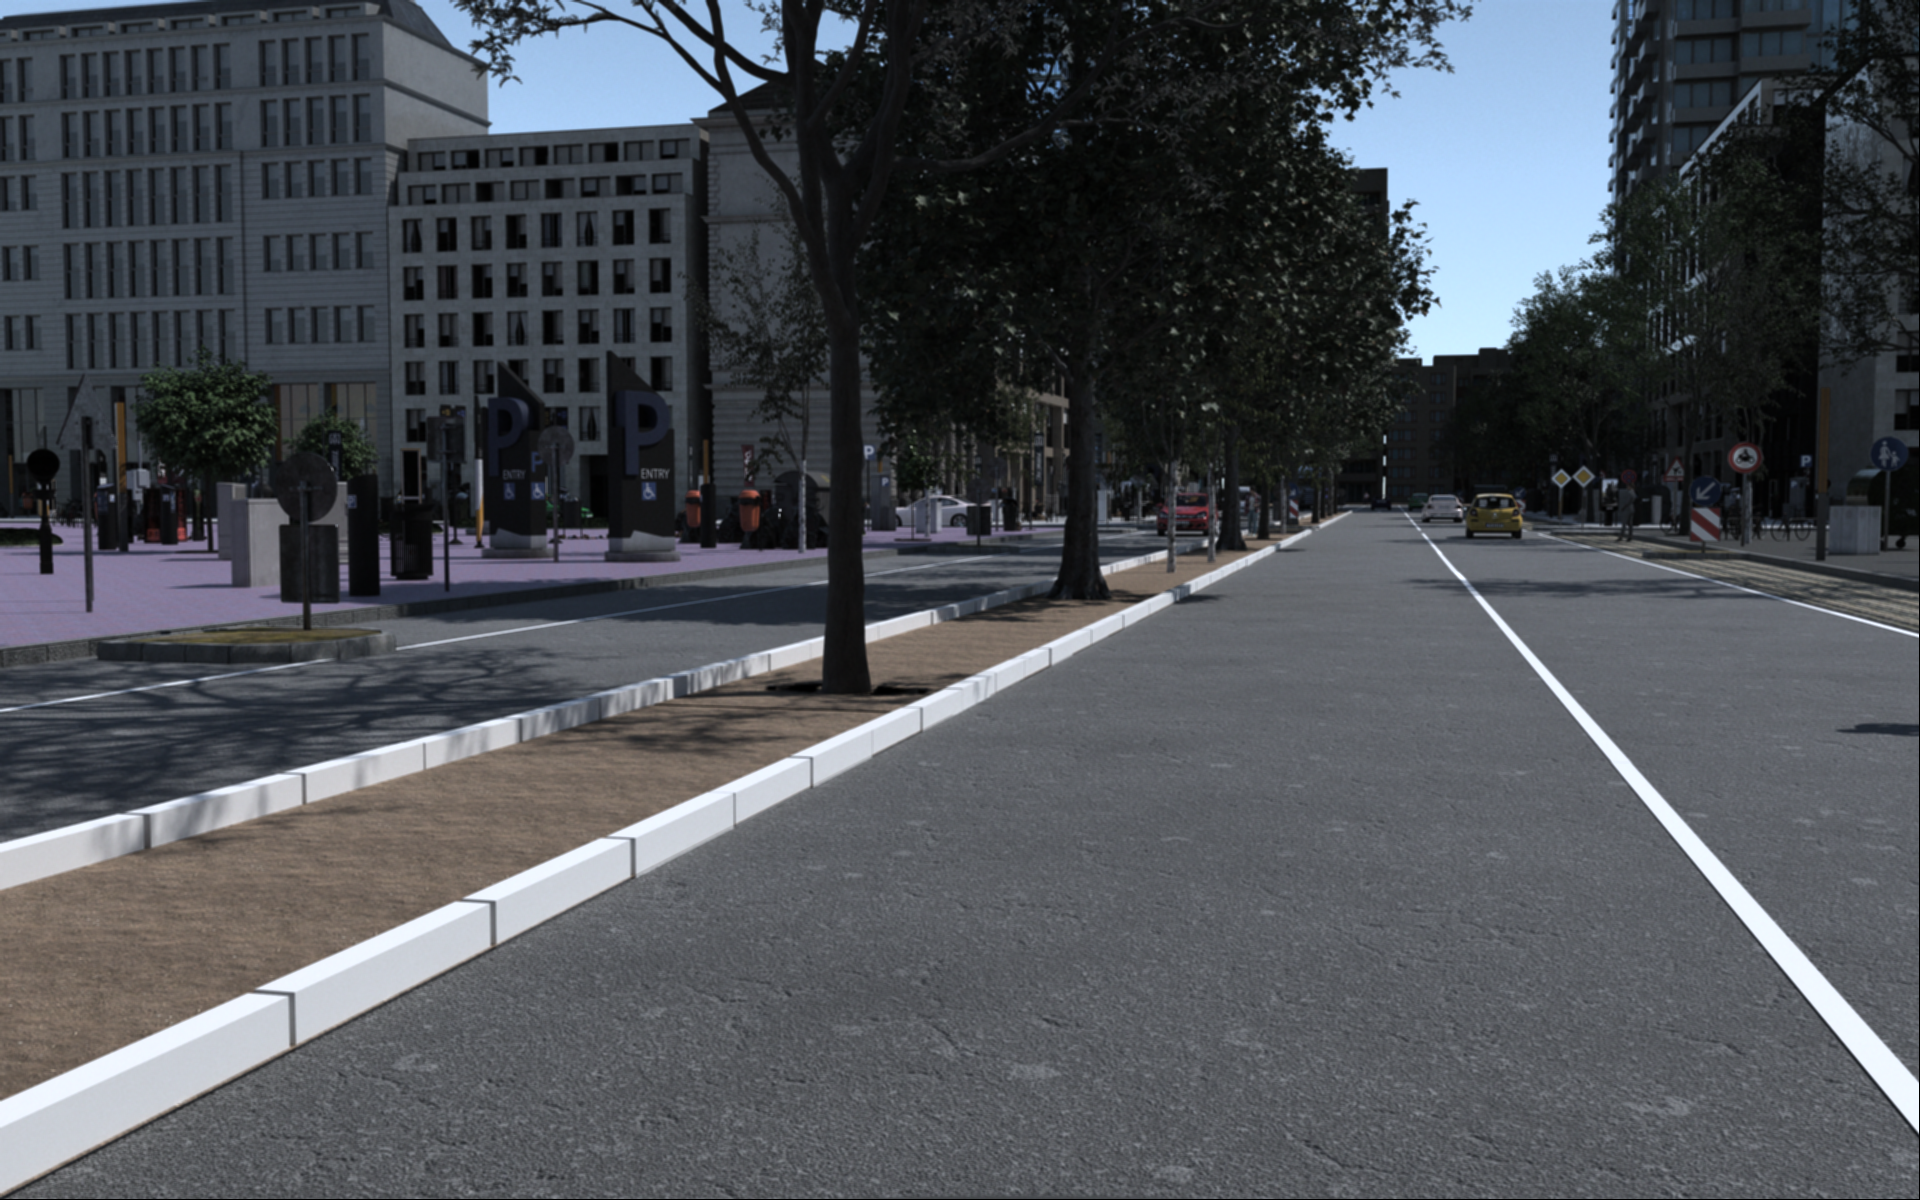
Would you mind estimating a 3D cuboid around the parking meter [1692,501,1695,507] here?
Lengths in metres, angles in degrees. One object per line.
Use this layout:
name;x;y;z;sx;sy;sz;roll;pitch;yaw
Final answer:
parking meter;36.569;-4.782;86.592;0.372;1.533;0.369;0;3;0

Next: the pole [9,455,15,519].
pole;-49.732;-5.931;90.807;0.158;3.312;0.155;0;3;0

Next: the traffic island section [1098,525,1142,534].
traffic island section;5.442;-2.562;64.172;2.009;0.180;2.903;1;4;14

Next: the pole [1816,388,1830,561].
pole;16.625;-2.417;33.365;0.158;3.312;0.155;0;3;0

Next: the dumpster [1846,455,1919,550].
dumpster;21.618;-2.305;40.182;1.502;2.255;1.985;1;4;14

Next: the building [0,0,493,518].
building;-43.401;-19.765;100.646;29.804;29.767;11.434;1;4;14

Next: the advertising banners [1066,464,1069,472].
advertising banners;6.142;-5.506;86.215;2.074;3.025;0.090;2;4;35

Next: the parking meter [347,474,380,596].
parking meter;-7.535;-0.823;21.875;0.372;1.533;0.369;0;3;0

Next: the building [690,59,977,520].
building;-5.802;-16.319;95.700;11.050;23.489;19.941;1;4;14

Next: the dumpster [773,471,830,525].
dumpster;-3.868;-2.311;43.544;1.264;1.857;1.865;1;4;14

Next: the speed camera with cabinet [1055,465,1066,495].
speed camera with cabinet;6.842;-7.528;117.415;0.660;3.252;2.038;0;4;-4

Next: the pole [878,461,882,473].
pole;-3.604;-5.153;78.102;0.158;3.312;0.155;0;3;0

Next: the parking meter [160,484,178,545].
parking meter;-20.027;-2.168;43.855;0.372;1.533;0.369;0;3;0

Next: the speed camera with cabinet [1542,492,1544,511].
speed camera with cabinet;45.905;-8.558;134.264;2.038;3.252;0.660;1;4;23

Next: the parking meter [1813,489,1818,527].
parking meter;33.652;-3.635;67.851;0.372;1.533;0.369;0;3;0

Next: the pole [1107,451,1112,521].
pole;7.158;-5.450;82.945;0.158;3.312;0.155;0;3;0

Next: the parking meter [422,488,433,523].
parking meter;-20.714;-3.608;67.397;0.372;1.533;0.369;0;3;0

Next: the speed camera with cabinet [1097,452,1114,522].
speed camera with cabinet;6.719;-5.268;80.474;0.660;3.252;2.038;1;4;16

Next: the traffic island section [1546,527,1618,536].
traffic island section;21.645;-2.317;60.171;2.009;0.180;2.903;1;4;14

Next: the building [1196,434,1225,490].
building;23.970;-38.808;254.126;30.456;49.044;23.786;1;4;14

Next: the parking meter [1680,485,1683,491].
parking meter;45.252;-6.280;108.383;0.255;1.863;0.399;0;4;5

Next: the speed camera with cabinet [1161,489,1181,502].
speed camera with cabinet;14.197;-7.655;119.498;2.038;3.252;0.660;2;4;24

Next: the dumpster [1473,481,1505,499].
dumpster;34.312;-6.567;112.320;1.985;2.255;1.502;1;4;13

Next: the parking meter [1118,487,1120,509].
parking meter;13.691;-8.703;148.000;0.255;1.863;0.399;3;4;37

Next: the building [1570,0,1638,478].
building;77.156;-53.125;181.267;22.319;86.520;31.000;1;4;14

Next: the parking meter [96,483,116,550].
parking meter;-19.603;-1.918;39.777;0.372;1.533;0.369;0;3;0

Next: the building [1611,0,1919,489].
building;70.458;-32.573;152.180;23.786;49.044;30.456;1;4;14

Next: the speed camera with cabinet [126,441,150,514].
speed camera with cabinet;-30.218;-4.317;64.926;0.660;3.252;2.038;2;4;29

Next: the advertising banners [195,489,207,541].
advertising banners;-20.940;-3.077;46.503;0.090;3.025;2.074;1;4;12

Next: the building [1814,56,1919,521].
building;48.922;-13.626;77.541;16.860;20.320;10.420;1;4;14

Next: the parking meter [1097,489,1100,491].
parking meter;6.907;-4.674;84.828;0.372;1.533;0.369;0;3;0

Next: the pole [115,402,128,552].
pole;-18.723;-2.742;38.673;0.158;3.312;0.155;0;3;0

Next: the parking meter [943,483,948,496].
parking meter;-0.857;-5.214;90.962;0.399;1.863;0.255;3;5;44

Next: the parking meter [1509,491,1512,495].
parking meter;42.010;-7.554;131.926;0.372;1.533;0.369;0;3;0

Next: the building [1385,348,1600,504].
building;75.057;-24.435;244.550;28.899;21.520;27.650;1;4;14

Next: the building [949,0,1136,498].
building;6.015;-52.063;163.902;22.319;86.520;31.000;1;4;14

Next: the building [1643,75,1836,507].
building;59.568;-19.190;118.279;19.350;26.468;34.151;1;4;14

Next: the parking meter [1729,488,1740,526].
parking meter;30.766;-3.692;68.776;0.372;1.533;0.369;0;3;0

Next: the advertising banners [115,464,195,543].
advertising banners;-21.101;-2.996;45.165;2.074;3.025;0.090;0;4;1

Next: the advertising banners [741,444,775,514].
advertising banners;-6.906;-4.013;61.796;2.074;3.025;0.090;-3;4;-38

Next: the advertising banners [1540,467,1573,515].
advertising banners;37.284;-6.858;108.312;2.074;3.025;0.090;0;4;-1

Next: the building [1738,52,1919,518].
building;51.033;-16.214;94.782;12.332;23.373;15.834;1;4;14

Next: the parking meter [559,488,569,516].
parking meter;-16.098;-3.792;70.418;0.372;1.533;0.369;0;3;0

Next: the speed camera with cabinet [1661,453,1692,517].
speed camera with cabinet;34.446;-5.438;83.251;0.660;3.252;2.038;0;4;-5

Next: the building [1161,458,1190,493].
building;10.896;-21.741;200.507;28.899;21.520;27.650;1;4;14

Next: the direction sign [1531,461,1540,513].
direction sign;39.230;-7.709;118.036;0.379;3.537;0.876;-1;4;-19

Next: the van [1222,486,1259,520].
van;15.218;-5.297;93.624;2.013;2.044;4.112;1;4;14

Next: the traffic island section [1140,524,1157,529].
traffic island section;7.361;-3.036;71.924;2.009;0.180;2.903;1;4;14

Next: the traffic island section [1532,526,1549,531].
traffic island section;23.564;-2.792;67.923;2.009;0.180;2.903;1;4;14

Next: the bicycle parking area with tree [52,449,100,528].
bicycle parking area with tree;-36.092;-4.875;66.715;8.231;4.147;9.016;-1;4;-18

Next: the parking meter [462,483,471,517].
parking meter;-25.232;-5.060;88.447;0.255;1.863;0.399;3;4;38

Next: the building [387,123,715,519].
building;-20.764;-14.678;94.736;16.860;20.320;10.420;1;4;14

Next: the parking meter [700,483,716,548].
parking meter;-5.990;-2.005;41.188;0.372;1.533;0.369;0;3;0

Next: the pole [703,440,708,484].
pole;-9.553;-4.360;65.126;0.158;3.312;0.155;0;3;0

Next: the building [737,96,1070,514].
building;-3.102;-19.513;123.550;19.350;26.468;34.151;1;4;14

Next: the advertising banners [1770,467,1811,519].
advertising banners;42.272;-5.618;88.038;2.074;3.025;0.090;0;4;3

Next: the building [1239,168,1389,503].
building;49.766;-38.099;246.625;21.600;48.544;21.300;1;4;14
